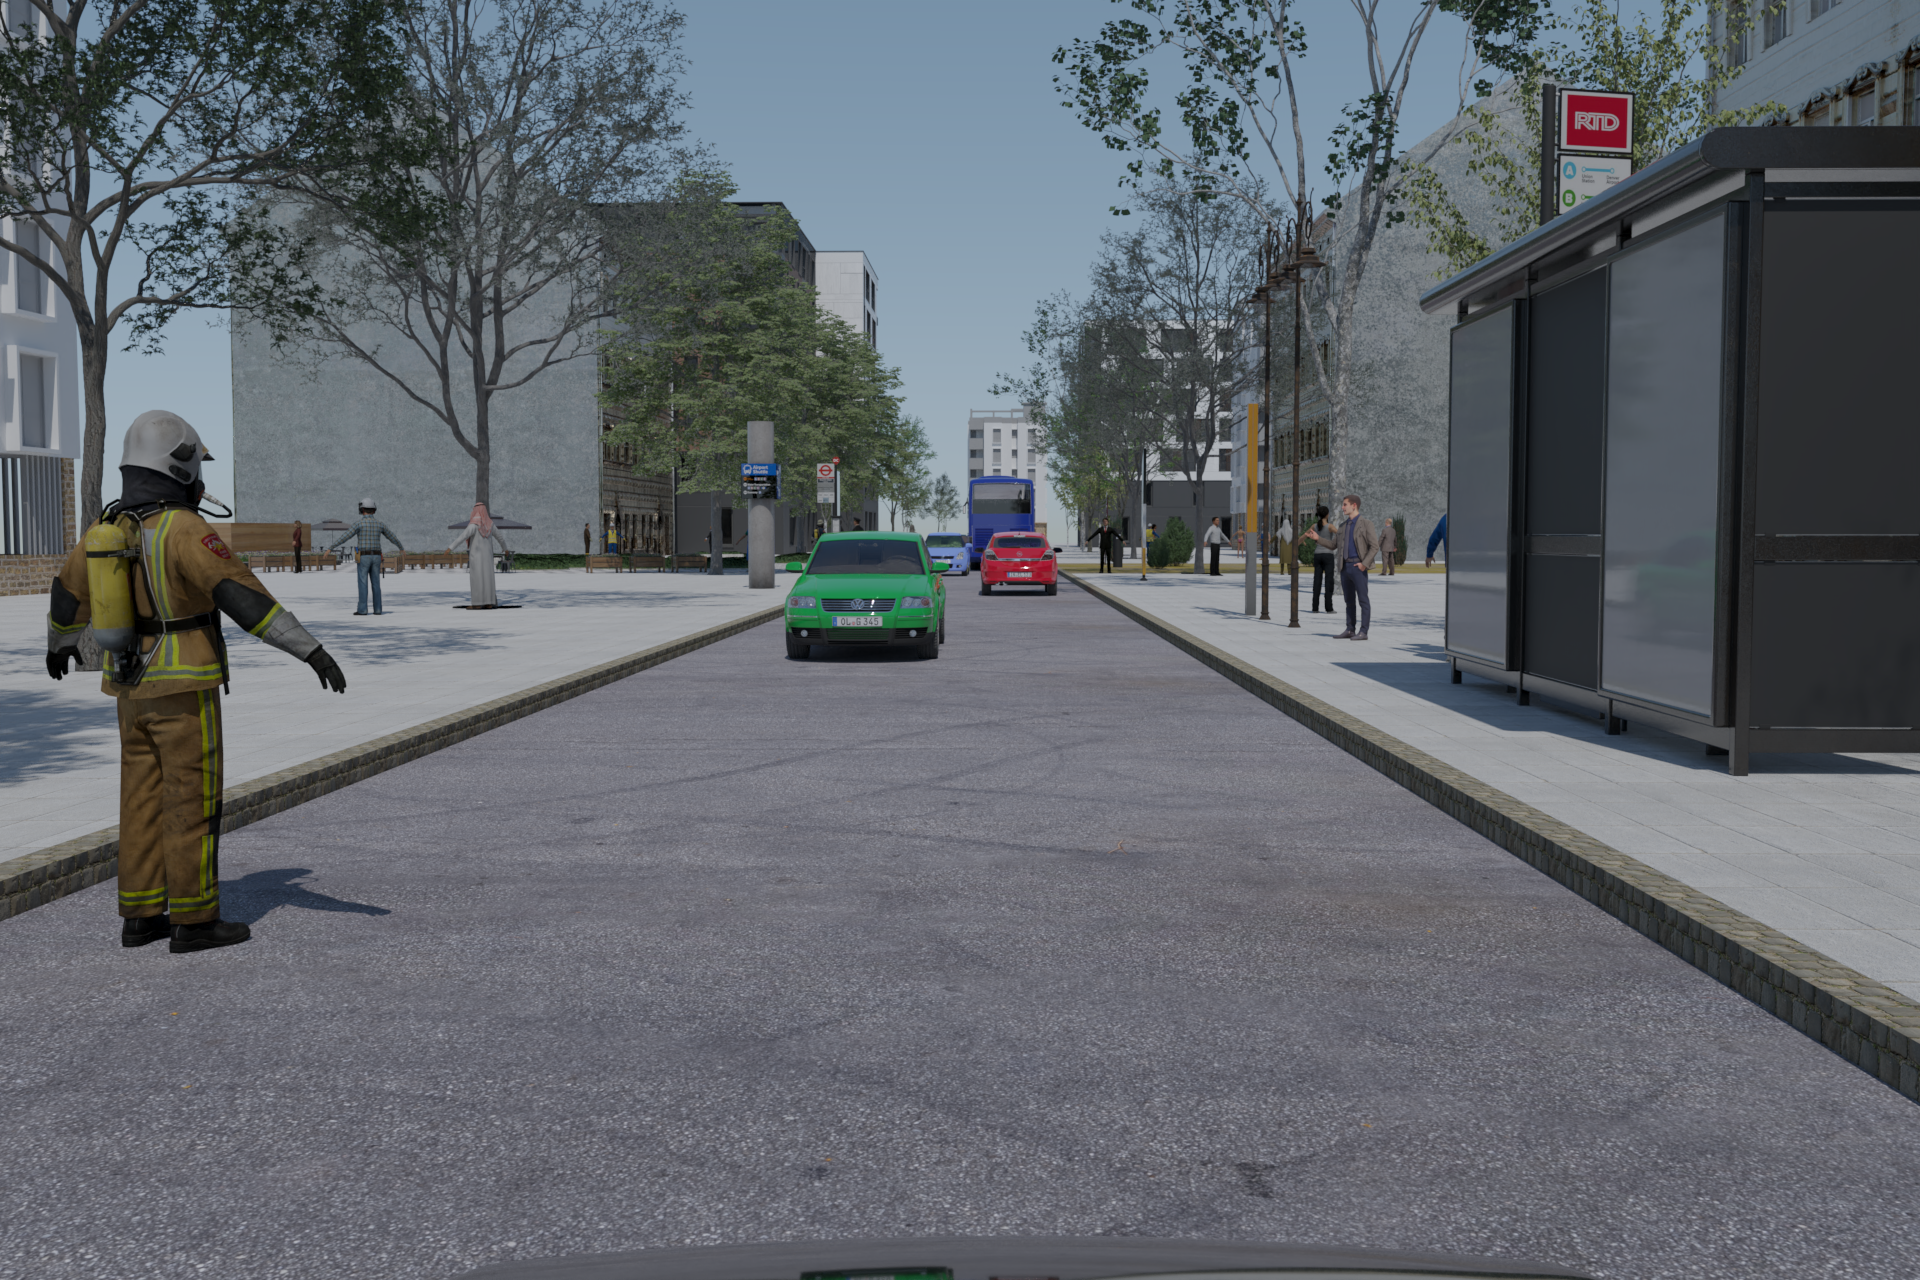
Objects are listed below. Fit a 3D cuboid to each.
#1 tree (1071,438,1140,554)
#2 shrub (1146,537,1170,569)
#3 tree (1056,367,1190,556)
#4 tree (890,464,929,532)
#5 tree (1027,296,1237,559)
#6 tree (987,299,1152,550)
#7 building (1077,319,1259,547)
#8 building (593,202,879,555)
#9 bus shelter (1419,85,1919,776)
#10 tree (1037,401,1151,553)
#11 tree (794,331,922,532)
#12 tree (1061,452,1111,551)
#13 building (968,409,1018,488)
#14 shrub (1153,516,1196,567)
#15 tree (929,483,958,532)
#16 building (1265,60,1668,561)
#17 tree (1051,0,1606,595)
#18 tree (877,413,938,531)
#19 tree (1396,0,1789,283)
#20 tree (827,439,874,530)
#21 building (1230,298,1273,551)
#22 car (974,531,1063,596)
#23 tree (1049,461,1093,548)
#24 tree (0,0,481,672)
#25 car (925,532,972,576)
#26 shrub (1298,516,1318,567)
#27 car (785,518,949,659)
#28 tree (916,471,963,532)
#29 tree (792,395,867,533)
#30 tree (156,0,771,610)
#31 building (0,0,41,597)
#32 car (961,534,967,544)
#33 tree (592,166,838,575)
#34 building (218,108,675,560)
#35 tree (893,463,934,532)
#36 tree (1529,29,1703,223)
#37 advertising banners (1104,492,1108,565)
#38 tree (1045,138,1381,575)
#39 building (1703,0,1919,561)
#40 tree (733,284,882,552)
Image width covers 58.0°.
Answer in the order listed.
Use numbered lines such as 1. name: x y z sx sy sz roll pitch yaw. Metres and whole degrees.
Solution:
1. tree: 9.364 -9.931 112.732 4.737 8.622 4.395 0 3 0
2. shrub: 7.261 -3.204 63.497 1.383 1.207 1.383 0 3 0
3. tree: 9.584 -10.773 101.892 9.928 11.665 9.643 0 3 0
4. tree: -5.057 -12.993 162.804 4.737 8.622 4.395 0 3 0
5. tree: 8.911 -10.890 88.429 12.009 13.543 11.850 0 3 0
6. tree: 8.995 -17.396 140.308 12.611 20.169 13.585 0 3 0
7. building: 26.139 -20.620 181.103 27.936 21.610 32.646 0 4 1
8. building: -20.956 -17.086 123.338 27.936 21.610 32.646 0 4 2
9. bus shelter: 4.981 -2.179 13.258 2.179 5.291 8.768 0 4 1
10. tree: 9.244 -11.932 120.837 9.928 11.665 9.643 0 3 0
11. tree: -5.997 -10.911 96.526 7.486 12.596 7.792 0 3 0
12. tree: 9.240 -10.934 129.136 4.737 8.622 4.395 0 3 0
13. building: 1.485 -24.044 251.994 11.380 20.090 16.016 0 4 -5
14. shrub: 8.494 -3.918 68.484 1.690 2.028 1.600 0 3 0
15. tree: -1.874 -18.192 247.808 4.360 8.622 3.978 0 3 0
16. building: 26.922 -15.838 89.877 19.493 23.208 18.063 0 4 1
17. tree: 7.989 -11.092 37.239 12.611 20.169 13.585 0 3 0
18. tree: -5.736 -13.651 148.944 9.928 11.665 9.643 0 3 0
19. tree: 7.761 -4.320 20.992 4.737 8.622 4.395 0 3 0
20. tree: -6.769 -9.384 103.796 4.737 8.622 4.395 0 3 0
21. building: 27.122 -17.320 139.604 16.016 20.090 11.380 0 4 1
22. car: 1.413 -1.999 41.720 2.155 1.783 4.494 0 4 1
23. tree: 10.296 -12.952 162.134 4.737 8.622 4.395 0 3 0
24. tree: -7.923 -5.002 16.192 8.767 10.594 7.601 3 5 40
25. car: -0.531 -3.089 60.100 1.945 1.707 3.694 0 4 2
26. shrub: 13.761 -3.852 67.404 1.690 2.028 1.600 0 3 0
27. car: -1.098 -0.765 21.302 1.959 1.807 4.718 0 4 1
28. tree: -2.936 -19.580 254.536 7.601 10.594 8.767 0 4 2
29. tree: -7.208 -8.517 89.611 4.360 8.622 3.978 0 3 0
30. tree: -8.286 -7.281 29.414 12.009 13.543 11.850 0 3 0
31. building: -24.583 -10.301 24.842 16.016 20.090 11.380 0 4 0
32. car: -0.209 -5.169 94.307 2.009 1.686 4.222 0 4 1
33. tree: -7.750 -8.343 54.532 7.486 12.596 7.792 0 3 0
34. building: -26.792 -16.149 94.971 19.493 23.208 18.063 0 4 2
35. tree: -5.061 -12.712 158.200 4.360 8.622 3.978 0 3 0
36. tree: 26.804 -12.914 67.026 12.611 20.169 13.585 0 3 0
37. advertising banners: 6.079 -4.663 72.420 0.090 3.025 2.074 0 4 2
38. tree: 7.545 -8.831 54.760 12.009 13.543 11.850 0 3 0
39. building: 27.566 -12.414 33.906 19.493 23.208 18.063 0 4 1
40. tree: -7.120 -9.862 79.377 7.486 12.596 7.792 0 3 0
